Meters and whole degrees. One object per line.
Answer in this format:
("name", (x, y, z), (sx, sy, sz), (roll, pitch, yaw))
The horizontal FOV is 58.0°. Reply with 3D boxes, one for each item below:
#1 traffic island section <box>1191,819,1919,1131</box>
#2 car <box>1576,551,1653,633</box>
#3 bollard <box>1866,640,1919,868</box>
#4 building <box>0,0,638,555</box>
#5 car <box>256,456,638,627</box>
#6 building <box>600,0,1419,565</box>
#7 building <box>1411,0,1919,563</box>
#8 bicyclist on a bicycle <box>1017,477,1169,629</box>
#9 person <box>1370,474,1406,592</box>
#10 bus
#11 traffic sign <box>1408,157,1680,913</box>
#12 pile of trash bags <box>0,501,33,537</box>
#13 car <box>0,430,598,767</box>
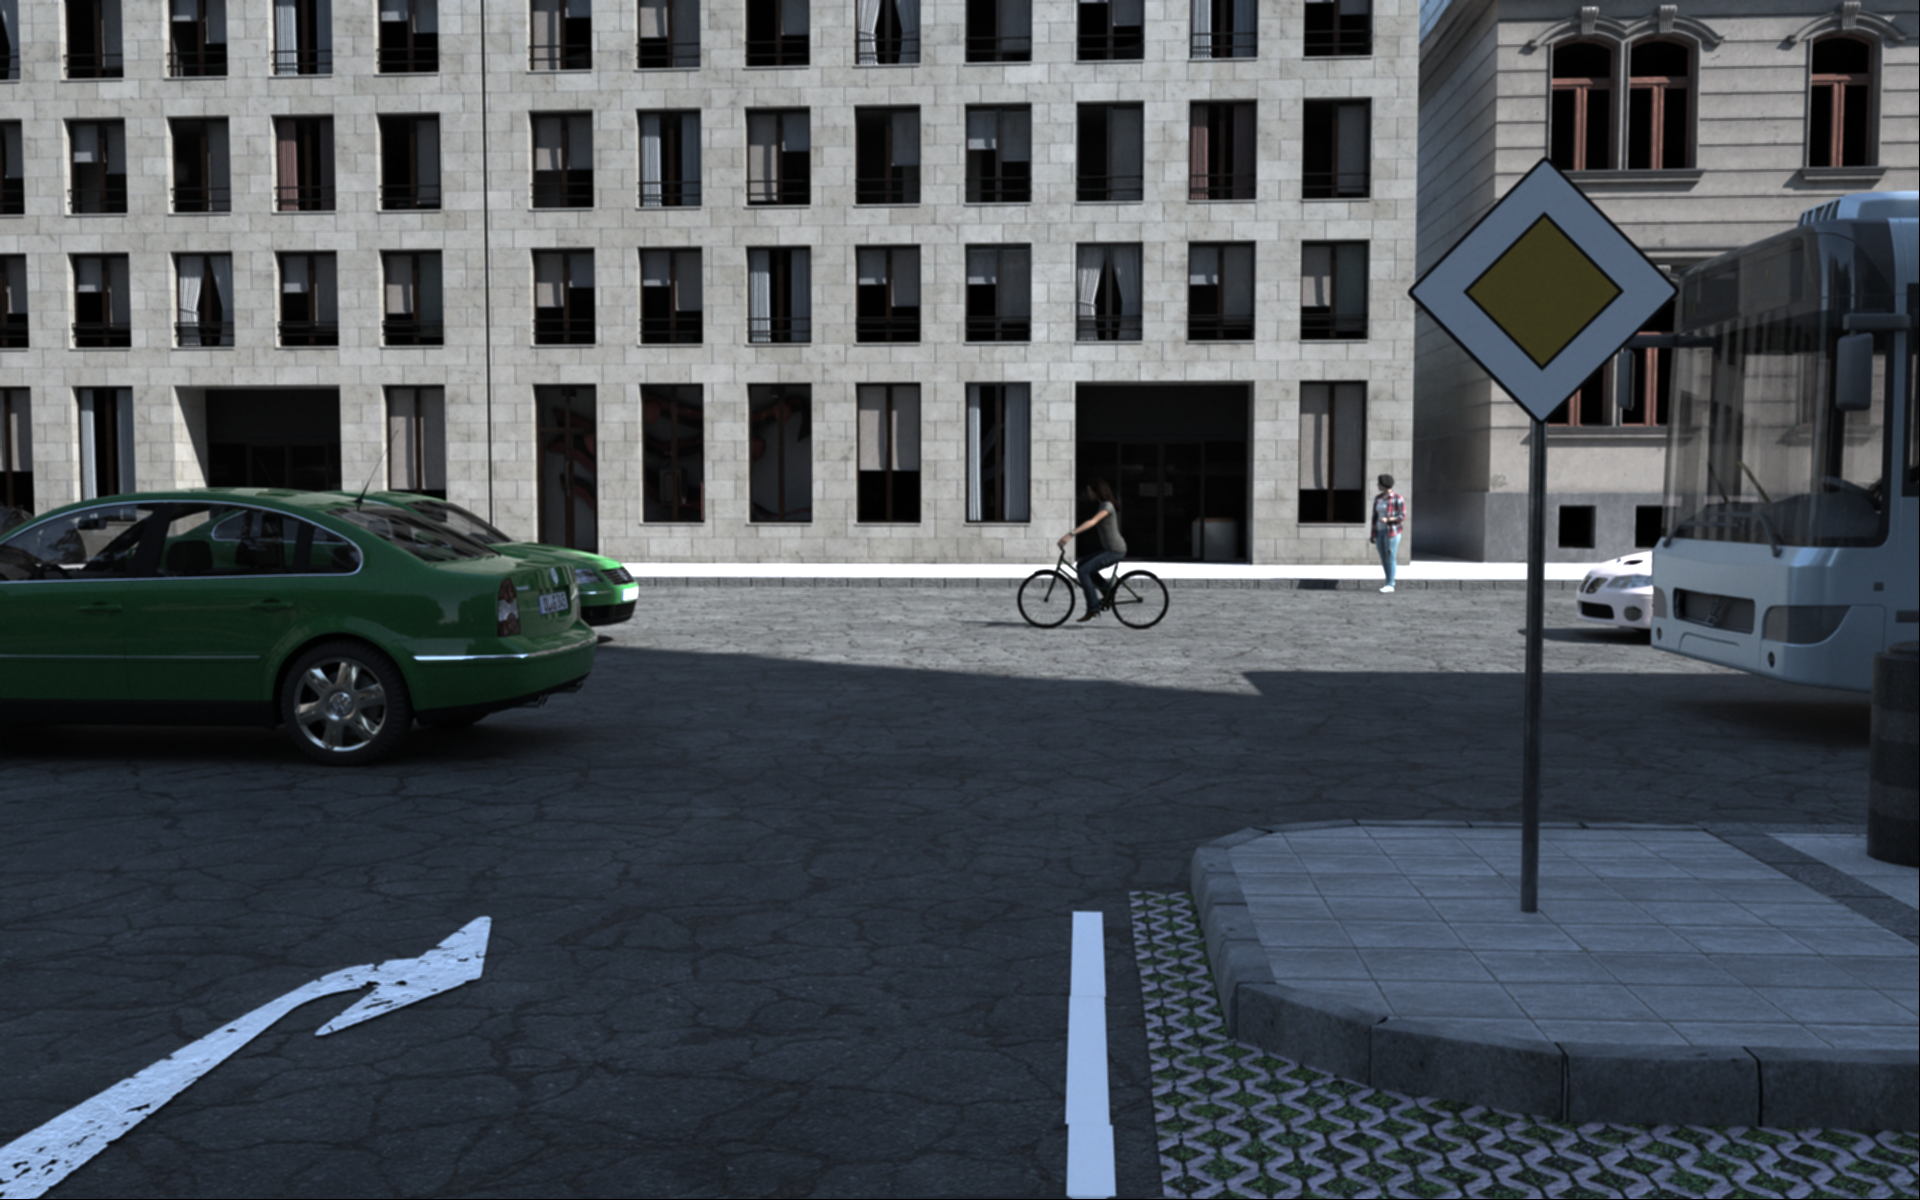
("traffic island section", (1.772, 1.036, 5.342), (2.009, 0.180, 2.903), (0, 4, 4))
("car", (8.581, -0.285, 17.027), (4.827, 1.381, 2.083), (0, 4, 3))
("bollard", (3.413, 0.529, 6.071), (0.404, 0.777, 0.398), (0, 3, 0))
("building", (-16.748, -11.170, 37.373), (16.860, 20.320, 10.420), (0, 4, 4))
("car", (-5.491, -0.487, 16.757), (4.718, 1.807, 1.959), (0, 4, 5))
("building", (0.068, -11.095, 36.156), (16.860, 20.320, 10.420), (0, 4, 4))
("building", (21.281, -15.250, 36.726), (23.554, 28.519, 14.401), (0, 4, 4))
("bicyclist on a bicycle", (1.407, -0.510, 18.354), (1.625, 1.676, 1.499), (0, 4, 4))
("person", (6.296, -0.984, 25.423), (0.643, 1.720, 0.563), (-2, 4, -35))
("bus", (10.460, -0.958, 10.517), (13.247, 3.499, 2.948), (0, 4, 3))
("traffic sign", (1.748, -0.099, 5.267), (0.795, 2.450, 0.064), (0, 4, 4))
("pile of trash bags", (-17.509, -1.284, 30.740), (1.912, 1.369, 3.447), (2, 4, 29))
("car", (-4.530, -0.073, 9.983), (4.718, 1.807, 1.959), (0, 4, 4))
